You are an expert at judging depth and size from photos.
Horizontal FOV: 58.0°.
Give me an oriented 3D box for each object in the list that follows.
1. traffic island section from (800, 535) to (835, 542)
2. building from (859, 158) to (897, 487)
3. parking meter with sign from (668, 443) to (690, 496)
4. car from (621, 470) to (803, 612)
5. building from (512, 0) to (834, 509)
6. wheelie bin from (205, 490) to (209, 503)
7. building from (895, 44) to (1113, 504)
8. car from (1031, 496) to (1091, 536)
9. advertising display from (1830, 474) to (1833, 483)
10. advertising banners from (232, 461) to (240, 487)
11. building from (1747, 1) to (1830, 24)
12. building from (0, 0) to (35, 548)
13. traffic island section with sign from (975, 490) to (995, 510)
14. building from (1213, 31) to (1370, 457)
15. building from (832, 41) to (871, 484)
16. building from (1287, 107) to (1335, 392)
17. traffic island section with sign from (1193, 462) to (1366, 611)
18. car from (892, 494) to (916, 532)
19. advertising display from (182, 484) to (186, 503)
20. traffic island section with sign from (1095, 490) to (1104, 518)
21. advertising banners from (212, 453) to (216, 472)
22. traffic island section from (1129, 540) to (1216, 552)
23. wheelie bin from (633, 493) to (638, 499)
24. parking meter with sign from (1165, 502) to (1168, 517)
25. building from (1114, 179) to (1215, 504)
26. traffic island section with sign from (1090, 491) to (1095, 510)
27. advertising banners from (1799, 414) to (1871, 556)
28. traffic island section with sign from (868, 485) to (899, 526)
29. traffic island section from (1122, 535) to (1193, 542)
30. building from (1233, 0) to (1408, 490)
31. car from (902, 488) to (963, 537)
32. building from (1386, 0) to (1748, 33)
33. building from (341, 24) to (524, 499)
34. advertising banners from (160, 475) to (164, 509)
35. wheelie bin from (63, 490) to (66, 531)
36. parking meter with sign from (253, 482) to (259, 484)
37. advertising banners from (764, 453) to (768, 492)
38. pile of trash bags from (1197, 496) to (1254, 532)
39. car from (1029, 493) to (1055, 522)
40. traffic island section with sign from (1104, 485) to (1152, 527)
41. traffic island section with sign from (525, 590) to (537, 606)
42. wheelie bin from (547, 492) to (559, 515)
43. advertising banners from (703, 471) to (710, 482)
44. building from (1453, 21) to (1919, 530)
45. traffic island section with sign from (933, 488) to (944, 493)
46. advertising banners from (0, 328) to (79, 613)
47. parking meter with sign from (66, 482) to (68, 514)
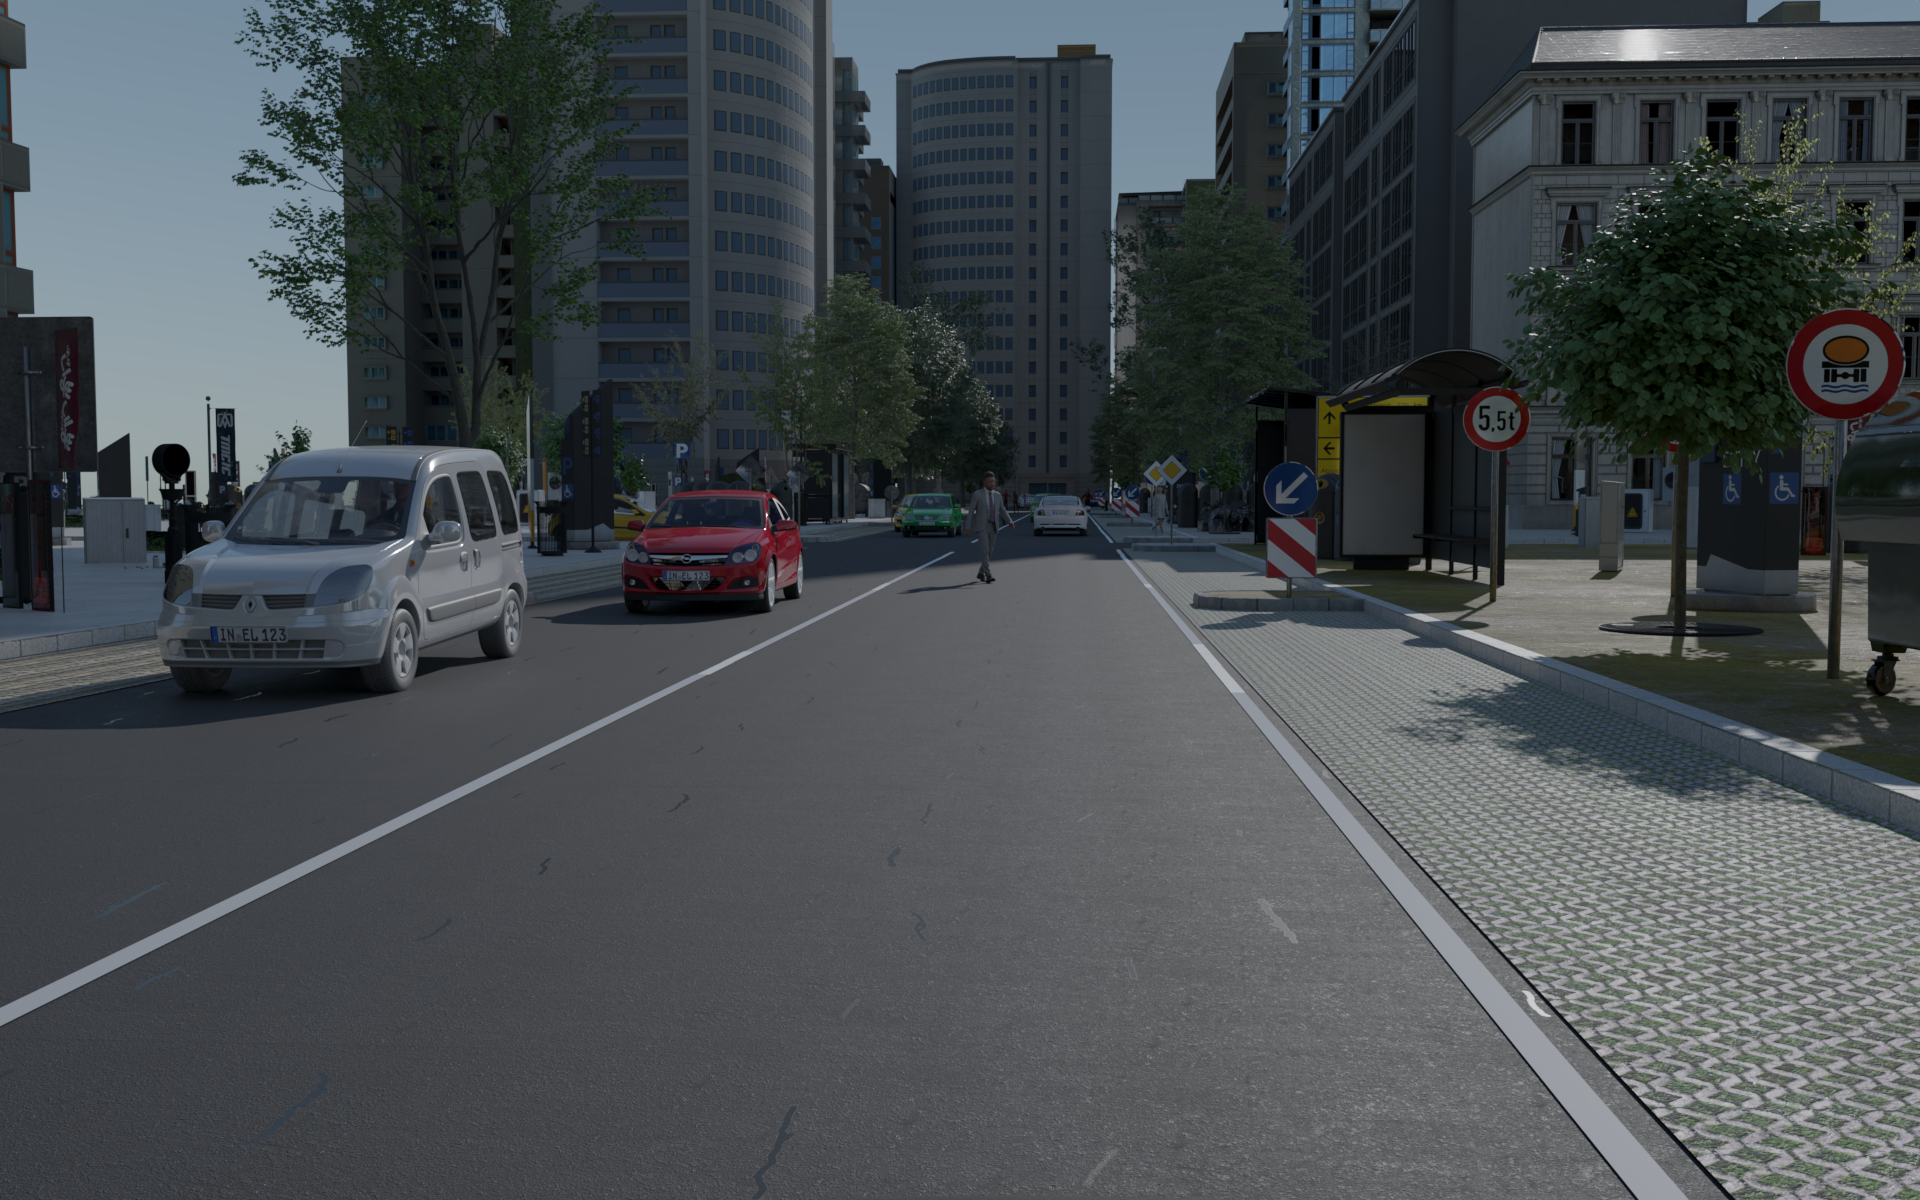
[{"bbox_3d":[-4.911,-1.862,52.724,2.009,0.180,2.903,0,4,4],"label":"traffic island section"},{"bbox_3d":[-15.703,-35.489,230.350,14.200,45.320,14.600,0,4,4],"label":"building"},{"bbox_3d":[-9.730,-3.868,59.511,0.543,3.016,1.738,-1,4,-21],"label":"parking meter with sign"},{"bbox_3d":[-3.115,-0.813,22.328,2.155,1.783,4.494,0,4,2],"label":"car"},{"bbox_3d":[-22.805,-36.752,142.896,21.231,58.520,28.212,0,4,4],"label":"building"},{"bbox_3d":[-42.953,-5.618,99.765,0.980,1.594,0.693,0,4,-2],"label":"wheelie bin"},{"bbox_3d":[5.905,-42.165,231.392,28.212,58.520,21.231,0,4,4],"label":"building"},{"bbox_3d":[3.522,-2.943,60.477,2.083,1.381,4.827,0,4,4],"label":"car"},{"bbox_3d":[28.972,-3.170,57.045,0.974,1.923,0.123,-2,4,-30],"label":"advertising display"},{"bbox_3d":[-37.220,-5.792,90.892,2.074,3.025,0.090,-1,4,-11],"label":"advertising banners"},{"bbox_3d":[77.320,-33.802,176.362,21.600,48.544,21.300,0,4,4],"label":"building"},{"bbox_3d":[-34.481,-10.866,22.694,28.899,21.520,27.650,0,4,4],"label":"building"},{"bbox_3d":[1.939,-8.907,154.254,1.989,1.847,2.006,0,4,4],"label":"traffic island section with sign"},{"bbox_3d":[37.850,-33.957,178.900,21.300,48.544,21.600,0,4,4],"label":"building"},{"bbox_3d":[-25.014,-34.370,181.560,30.456,49.044,23.786,0,4,4],"label":"building"},{"bbox_3d":[29.779,-19.538,112.959,14.314,27.812,24.014,0,4,4],"label":"building"},{"bbox_3d":[3.998,-0.818,22.004,1.989,1.847,2.006,0,4,4],"label":"traffic island section with sign"},{"bbox_3d":[-1.551,-3.457,66.741,2.015,1.641,3.980,0,4,4],"label":"car"},{"bbox_3d":[-51.693,-6.762,115.777,0.123,1.923,0.974,0,4,-2],"label":"advertising display"},{"bbox_3d":[9.234,-5.812,103.659,1.989,1.847,2.006,0,4,4],"label":"traffic island section with sign"},{"bbox_3d":[-32.062,-4.824,75.056,0.090,3.025,2.074,0,4,-7],"label":"advertising banners"},{"bbox_3d":[5.397,-1.332,44.059,2.009,0.180,2.903,0,4,4],"label":"traffic island section"},{"bbox_3d":[-19.228,-5.703,101.155,0.693,1.594,0.980,2,4,33],"label":"wheelie bin"},{"bbox_3d":[12.162,-6.124,96.392,1.738,3.016,0.543,0,4,-6],"label":"parking meter with sign"},{"bbox_3d":[27.382,-33.253,227.283,14.086,41.232,14.154,0,4,4],"label":"building"},{"bbox_3d":[12.435,-8.865,153.574,1.989,1.847,2.006,0,4,4],"label":"traffic island section with sign"},{"bbox_3d":[17.800,-2.442,36.110,2.074,3.025,0.090,2,4,30],"label":"advertising banners"},{"bbox_3d":[-3.010,-4.197,77.257,1.989,1.847,2.006,0,4,4],"label":"traffic island section with sign"},{"bbox_3d":[5.908,-1.819,52.028,2.009,0.180,2.903,0,4,4],"label":"traffic island section"},{"bbox_3d":[36.937,-51.304,151.495,22.319,86.520,31.000,0,4,4],"label":"building"},{"bbox_3d":[-0.912,-3.057,58.771,1.959,1.807,4.718,0,4,5],"label":"car"},{"bbox_3d":[28.394,-18.075,89.028,14.314,27.812,24.014,0,4,4],"label":"building"},{"bbox_3d":[-50.916,-34.291,184.363,21.600,48.544,21.300,0,4,4],"label":"building"},{"bbox_3d":[-54.823,-7.522,119.168,0.090,3.025,2.074,-1,4,-11],"label":"advertising banners"},{"bbox_3d":[-31.620,-3.218,60.520,0.693,1.594,0.980,-3,4,-37],"label":"wheelie bin"},{"bbox_3d":[-43.492,-6.804,107.512,1.738,3.016,0.543,0,4,-5],"label":"parking meter with sign"},{"bbox_3d":[-8.085,-4.659,72.361,0.090,3.025,2.074,-1,4,-8],"label":"advertising banners"},{"bbox_3d":[9.865,-3.011,58.981,3.447,1.369,1.912,0,4,-2],"label":"pile of trash bags"},{"bbox_3d":[4.524,-4.894,88.810,1.959,1.807,4.718,0,4,4],"label":"car"},{"bbox_3d":[7.502,-4.167,76.759,1.989,1.847,2.006,0,4,4],"label":"traffic island section with sign"},{"bbox_3d":[-6.543,-0.829,22.177,1.989,1.847,2.006,0,4,4],"label":"traffic island section with sign"},{"bbox_3d":[-24.665,-5.931,104.880,0.980,1.594,0.693,2,4,28],"label":"wheelie bin"},{"bbox_3d":[-18.074,-8.128,129.075,2.074,3.025,0.090,0,4,-6],"label":"advertising banners"},{"bbox_3d":[29.730,-12.335,66.297,19.286,19.102,10.561,0,4,4],"label":"building"},{"bbox_3d":[-1.264,-5.852,104.302,1.989,1.847,2.006,0,4,4],"label":"traffic island section with sign"},{"bbox_3d":[-10.081,-1.391,18.932,2.074,3.025,0.090,3,4,39],"label":"advertising banners"},{"bbox_3d":[-59.194,-7.210,114.145,1.738,3.016,0.543,2,4,26],"label":"parking meter with sign"}]
